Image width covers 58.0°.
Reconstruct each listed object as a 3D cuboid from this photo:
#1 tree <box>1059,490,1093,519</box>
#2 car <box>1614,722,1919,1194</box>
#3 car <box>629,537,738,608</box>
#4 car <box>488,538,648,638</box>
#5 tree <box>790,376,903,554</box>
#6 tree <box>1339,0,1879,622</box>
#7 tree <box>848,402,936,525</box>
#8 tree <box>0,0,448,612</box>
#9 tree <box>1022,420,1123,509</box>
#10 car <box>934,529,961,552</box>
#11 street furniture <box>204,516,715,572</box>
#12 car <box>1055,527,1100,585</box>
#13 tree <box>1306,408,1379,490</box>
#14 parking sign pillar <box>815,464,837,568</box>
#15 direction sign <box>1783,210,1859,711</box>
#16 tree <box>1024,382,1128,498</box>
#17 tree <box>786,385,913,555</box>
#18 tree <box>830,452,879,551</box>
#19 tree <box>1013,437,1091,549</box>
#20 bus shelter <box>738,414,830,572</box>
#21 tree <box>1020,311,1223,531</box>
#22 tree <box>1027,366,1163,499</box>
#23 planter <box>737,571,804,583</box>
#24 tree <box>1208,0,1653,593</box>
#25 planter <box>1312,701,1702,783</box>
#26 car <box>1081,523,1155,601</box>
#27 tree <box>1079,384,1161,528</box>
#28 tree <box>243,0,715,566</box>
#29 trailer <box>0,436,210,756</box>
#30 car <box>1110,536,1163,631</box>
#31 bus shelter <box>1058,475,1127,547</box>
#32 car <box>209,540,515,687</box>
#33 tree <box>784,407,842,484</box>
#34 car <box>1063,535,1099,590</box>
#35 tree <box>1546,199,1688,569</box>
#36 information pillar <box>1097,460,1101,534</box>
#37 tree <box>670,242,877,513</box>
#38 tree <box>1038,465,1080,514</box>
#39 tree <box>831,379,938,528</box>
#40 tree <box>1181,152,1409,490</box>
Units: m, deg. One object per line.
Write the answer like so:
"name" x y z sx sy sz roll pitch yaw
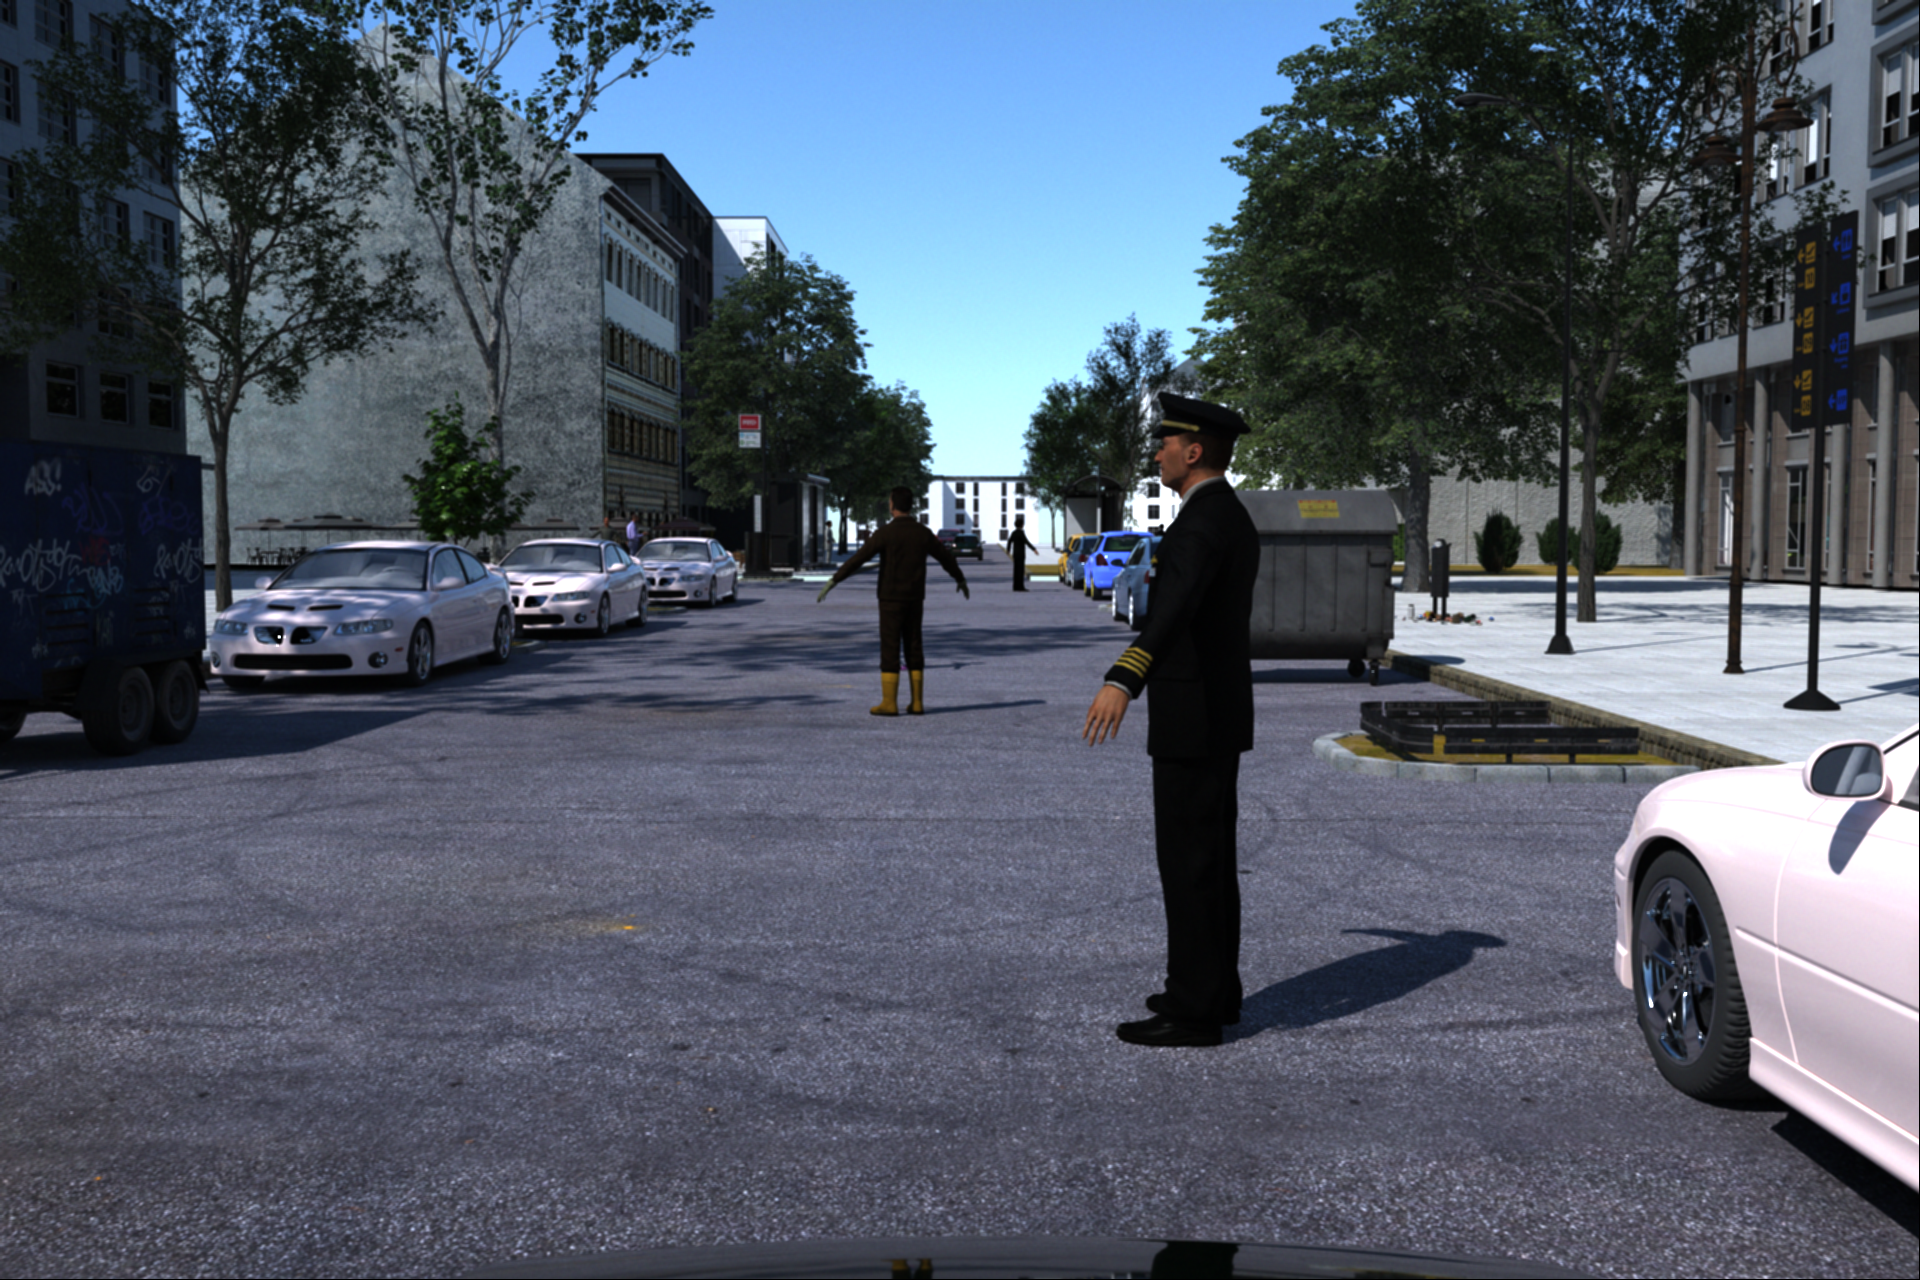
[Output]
"tree" 17.710 -19.245 249.065 7.601 10.594 8.767 0 4 5
"car" 2.753 0.574 2.981 2.083 1.381 4.827 0 3 0
"car" -5.653 -1.386 35.019 2.083 1.381 4.827 0 4 1
"car" -5.806 -0.797 25.401 2.083 1.381 4.827 0 4 1
"tree" -7.587 -11.439 112.786 9.928 11.665 9.643 0 3 0
"tree" 8.835 -5.526 24.760 7.601 10.594 8.767 -2 4 -34
"tree" -6.992 -15.334 157.364 9.857 13.997 8.962 0 3 0
"tree" -12.244 -5.720 27.939 8.767 10.594 7.601 1 4 13
"tree" 8.414 -11.933 129.522 8.767 10.594 7.601 1 4 16
"car" -0.746 -6.781 119.547 2.281 1.827 5.304 0 4 1
"street furniture" -23.391 -3.548 63.034 27.439 1.986 14.083 0 4 4
"car" 3.783 -2.454 50.348 2.015 1.641 3.980 0 4 0
"tree" 13.713 -7.115 66.696 4.360 8.622 3.978 0 3 0
"parking sign pillar" -5.424 -4.751 66.157 1.447 3.967 1.447 0 4 0
"direction sign" 6.266 -1.262 12.634 0.379 3.537 0.876 0 4 1
"tree" 8.187 -11.791 118.538 9.928 11.665 9.643 0 3 0
"tree" -7.208 -10.364 103.869 8.767 10.594 7.601 -1 4 -9
"tree" -7.177 -10.551 122.875 4.360 8.622 3.978 0 3 0
"tree" 8.416 -13.345 152.600 8.767 10.594 7.601 2 4 27
"bus shelter" -6.168 -5.066 60.453 2.179 5.291 8.768 0 4 3
"tree" 6.737 -8.505 73.462 8.767 10.594 7.601 0 4 -3
"tree" 7.769 -9.914 96.507 8.767 10.594 7.601 -2 4 -24
"planter" -5.743 -1.894 52.109 1.991 0.319 1.994 0 4 1
"tree" 10.119 -8.020 37.779 9.857 13.997 8.962 0 3 0
"planter" 3.297 0.622 10.963 1.991 0.319 1.994 0 4 1
"car" 3.681 -1.773 38.586 1.945 1.707 3.694 0 4 0
"tree" 7.217 -8.109 82.937 4.360 8.622 3.978 0 3 0
"tree" -12.886 -11.385 42.033 12.611 20.169 13.585 0 3 0
"trailer" -6.060 -0.229 10.789 1.471 1.999 3.904 0 4 1
"car" 3.396 -0.919 27.024 2.014 1.417 4.499 0 4 0
"bus shelter" 4.654 -4.146 61.711 2.014 3.302 5.546 0 4 0
"car" -5.940 -0.328 17.721 2.083 1.381 4.827 0 4 1
"tree" -8.095 -8.581 90.661 4.360 8.622 3.978 0 3 0
"car" 3.774 -2.080 46.014 2.014 1.417 4.499 0 4 0
"tree" 26.360 -9.590 63.447 9.857 13.997 8.962 0 3 0
"information pillar" 4.424 -3.904 55.191 0.183 3.616 0.504 0 4 2
"tree" -8.154 -10.448 77.482 9.857 13.997 8.962 0 3 0
"tree" 8.826 -11.475 137.978 4.360 8.622 3.978 0 3 0
"tree" -6.678 -14.478 143.371 9.857 13.997 8.962 0 3 0
"tree" 10.259 -8.159 51.526 7.486 12.596 7.792 0 3 0
